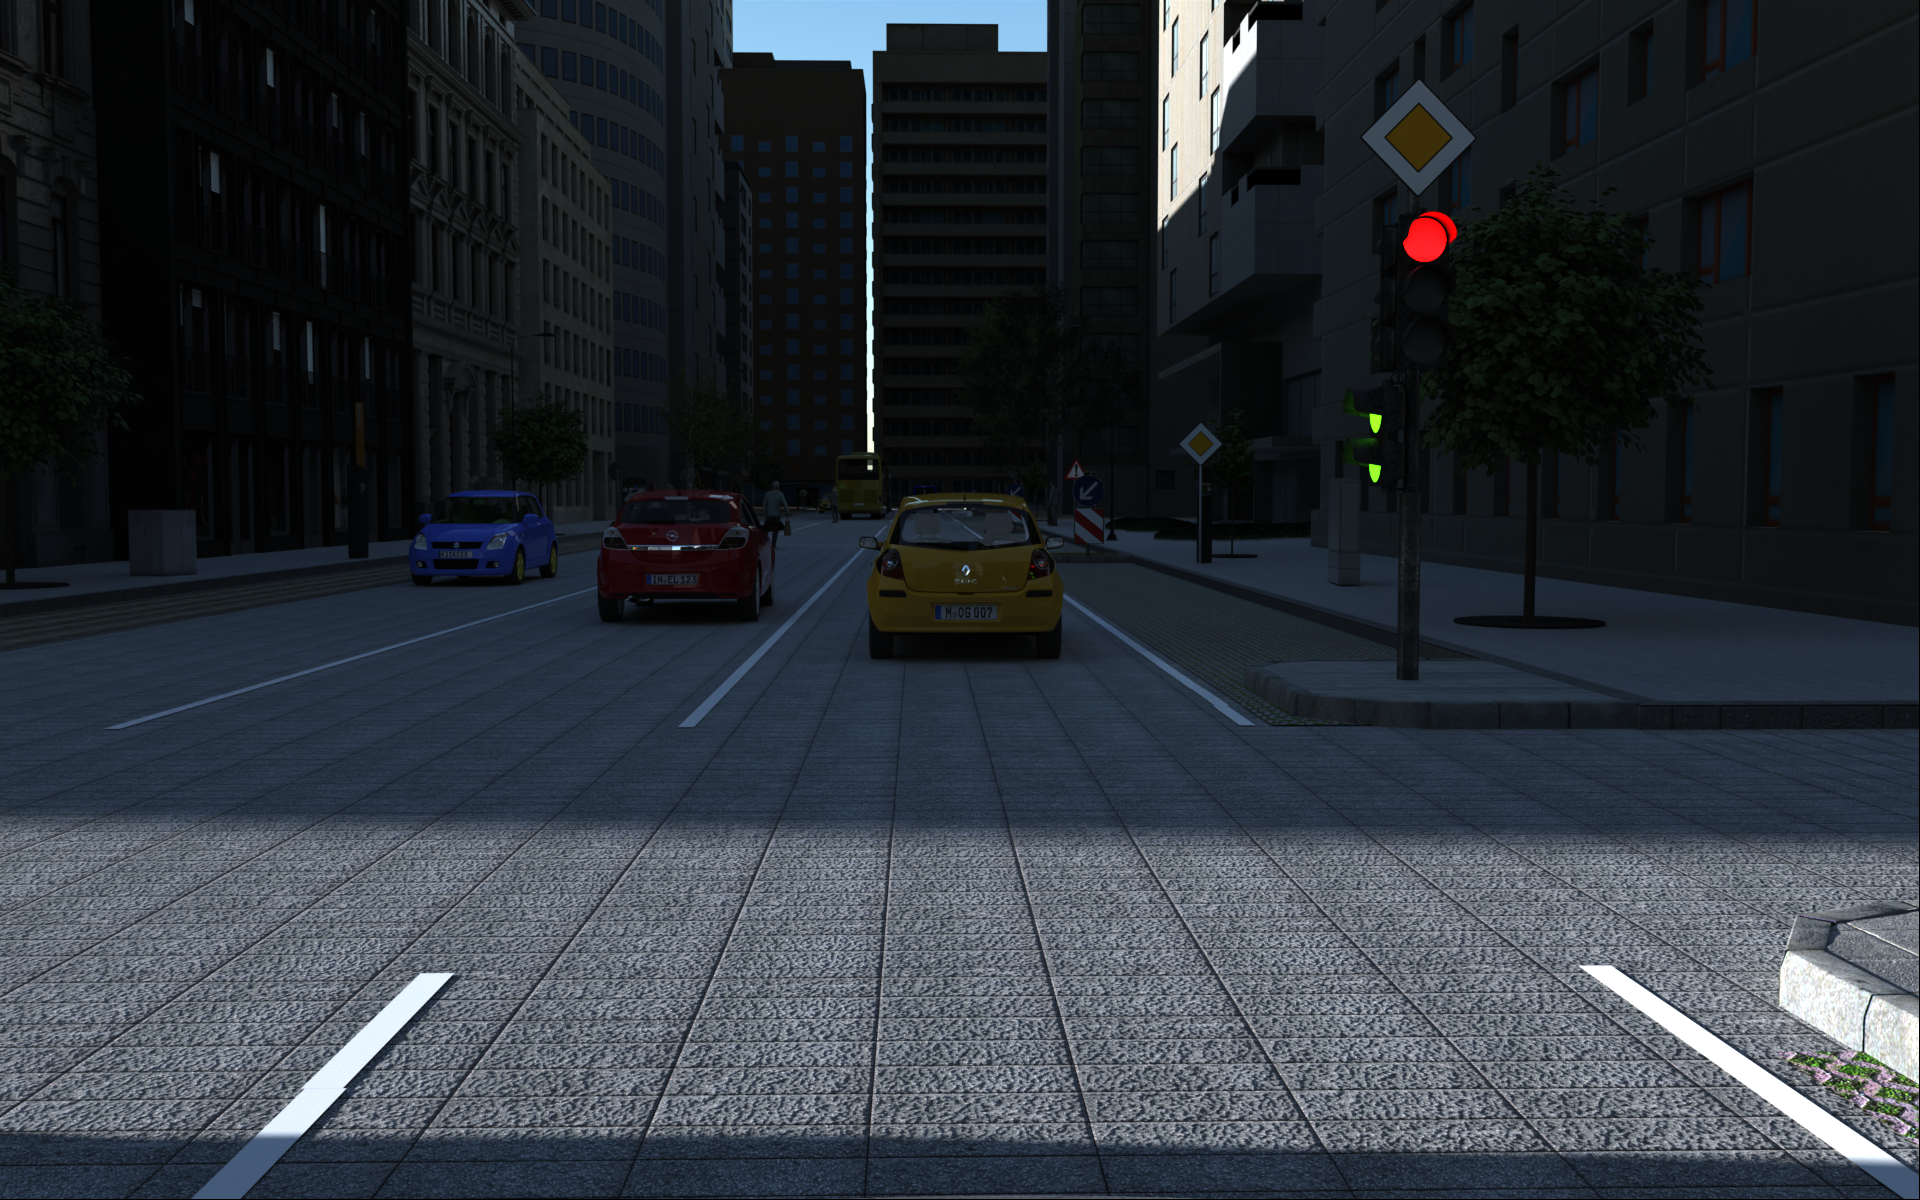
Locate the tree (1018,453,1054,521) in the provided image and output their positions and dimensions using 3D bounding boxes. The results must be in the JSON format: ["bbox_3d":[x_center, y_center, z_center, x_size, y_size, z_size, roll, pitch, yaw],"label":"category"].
[{"bbox_3d":[3.516,-5.339,81.894,1.663,3.219,1.824,0,3,0],"label":"tree"}]

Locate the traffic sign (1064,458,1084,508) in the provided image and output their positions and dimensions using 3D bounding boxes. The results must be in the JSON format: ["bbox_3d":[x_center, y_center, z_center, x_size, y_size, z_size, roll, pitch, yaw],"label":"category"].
[{"bbox_3d":[4.207,-3.832,62.656,0.884,2.594,0.081,0,4,7],"label":"traffic sign"}]

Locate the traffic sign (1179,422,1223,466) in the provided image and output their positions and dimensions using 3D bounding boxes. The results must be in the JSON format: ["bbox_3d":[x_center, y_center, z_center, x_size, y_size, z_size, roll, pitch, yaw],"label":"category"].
[{"bbox_3d":[4.425,-1.958,31.740,0.795,2.593,0.064,1,4,8],"label":"traffic sign"}]

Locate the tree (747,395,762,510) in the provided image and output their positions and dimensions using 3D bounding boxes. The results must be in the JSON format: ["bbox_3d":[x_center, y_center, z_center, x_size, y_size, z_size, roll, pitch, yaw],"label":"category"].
[{"bbox_3d":[-14.124,-9.305,102.501,4.737,8.622,4.395,0,3,0],"label":"tree"}]

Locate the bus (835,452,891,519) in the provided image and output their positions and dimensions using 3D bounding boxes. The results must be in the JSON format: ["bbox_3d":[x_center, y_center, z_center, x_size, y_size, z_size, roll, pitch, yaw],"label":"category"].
[{"bbox_3d":[-5.638,-6.688,100.901,2.896,3.916,12.252,0,4,-1],"label":"bus"}]

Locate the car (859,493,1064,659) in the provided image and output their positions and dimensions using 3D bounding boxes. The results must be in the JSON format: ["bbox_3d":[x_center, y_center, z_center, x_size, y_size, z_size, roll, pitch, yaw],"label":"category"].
[{"bbox_3d":[0.023,-0.384,16.506,2.015,1.641,3.980,0,4,-1],"label":"car"}]

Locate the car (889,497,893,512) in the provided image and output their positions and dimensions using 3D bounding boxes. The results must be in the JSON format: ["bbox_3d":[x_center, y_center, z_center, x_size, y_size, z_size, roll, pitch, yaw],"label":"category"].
[{"bbox_3d":[-6.458,-7.920,141.502,2.014,1.417,4.499,0,4,-3],"label":"car"}]

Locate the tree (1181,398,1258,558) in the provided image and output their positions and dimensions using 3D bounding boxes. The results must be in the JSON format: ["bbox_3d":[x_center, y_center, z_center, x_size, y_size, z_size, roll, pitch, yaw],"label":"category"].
[{"bbox_3d":[5.592,-2.481,35.174,1.663,3.219,1.824,0,3,0],"label":"tree"}]

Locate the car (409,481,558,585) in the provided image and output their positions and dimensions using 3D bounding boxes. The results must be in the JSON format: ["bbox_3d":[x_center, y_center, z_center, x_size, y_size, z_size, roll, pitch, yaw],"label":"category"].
[{"bbox_3d":[-7.772,-1.150,28.390,1.945,1.707,3.694,0,4,-1],"label":"car"}]

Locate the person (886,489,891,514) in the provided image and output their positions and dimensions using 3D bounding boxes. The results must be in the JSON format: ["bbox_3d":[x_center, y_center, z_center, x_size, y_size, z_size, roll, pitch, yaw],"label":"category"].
[{"bbox_3d":[-5.287,-7.215,126.434,0.705,1.831,1.348,-1,4,-15],"label":"person"}]

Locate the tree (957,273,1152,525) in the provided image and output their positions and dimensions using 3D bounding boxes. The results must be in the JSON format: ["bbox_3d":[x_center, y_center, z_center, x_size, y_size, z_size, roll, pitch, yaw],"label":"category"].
[{"bbox_3d":[3.863,-8.439,72.393,8.767,10.594,7.601,1,4,8],"label":"tree"}]

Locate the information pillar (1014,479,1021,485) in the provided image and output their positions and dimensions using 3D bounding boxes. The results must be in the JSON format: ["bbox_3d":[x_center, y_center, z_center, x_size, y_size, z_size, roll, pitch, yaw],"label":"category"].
[{"bbox_3d":[2.842,-4.958,85.549,0.304,2.012,0.304,-1,4,-13],"label":"information pillar"}]

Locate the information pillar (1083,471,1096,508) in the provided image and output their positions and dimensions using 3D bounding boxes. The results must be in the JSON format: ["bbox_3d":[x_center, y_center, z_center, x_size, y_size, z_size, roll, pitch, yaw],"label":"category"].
[{"bbox_3d":[4.214,-3.173,56.377,0.304,2.012,0.304,2,4,35],"label":"information pillar"}]

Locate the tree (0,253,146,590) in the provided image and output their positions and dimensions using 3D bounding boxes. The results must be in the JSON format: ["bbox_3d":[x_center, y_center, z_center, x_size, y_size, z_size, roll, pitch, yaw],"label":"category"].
[{"bbox_3d":[-13.023,-2.448,23.740,4.285,4.588,4.351,0,3,0],"label":"tree"}]

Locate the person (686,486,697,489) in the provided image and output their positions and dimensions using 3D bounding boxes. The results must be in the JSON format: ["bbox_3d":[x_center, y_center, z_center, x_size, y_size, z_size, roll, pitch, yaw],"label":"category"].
[{"bbox_3d":[-14.277,-5.251,92.702,0.445,1.727,0.742,2,4,35],"label":"person"}]

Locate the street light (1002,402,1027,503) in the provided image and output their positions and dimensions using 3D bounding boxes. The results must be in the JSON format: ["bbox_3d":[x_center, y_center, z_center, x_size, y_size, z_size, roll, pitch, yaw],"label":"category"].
[{"bbox_3d":[2.788,-6.982,86.704,1.470,5.913,1.316,0,4,-1],"label":"street light"}]

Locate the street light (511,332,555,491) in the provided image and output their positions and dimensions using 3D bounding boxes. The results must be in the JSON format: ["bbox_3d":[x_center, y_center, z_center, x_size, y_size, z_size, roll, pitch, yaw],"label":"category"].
[{"bbox_3d":[-12.333,-4.732,49.904,1.470,5.913,1.316,0,4,-1],"label":"street light"}]

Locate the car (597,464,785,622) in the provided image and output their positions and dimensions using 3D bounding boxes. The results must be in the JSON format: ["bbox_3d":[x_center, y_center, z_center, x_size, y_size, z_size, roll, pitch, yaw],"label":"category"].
[{"bbox_3d":[-3.226,-0.728,20.941,2.155,1.783,4.494,0,4,-3],"label":"car"}]

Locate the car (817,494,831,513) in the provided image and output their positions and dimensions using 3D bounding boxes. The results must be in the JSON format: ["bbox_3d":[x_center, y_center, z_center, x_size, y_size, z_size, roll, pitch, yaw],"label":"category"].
[{"bbox_3d":[-9.599,-7.281,129.271,2.015,1.641,3.980,0,3,0],"label":"car"}]

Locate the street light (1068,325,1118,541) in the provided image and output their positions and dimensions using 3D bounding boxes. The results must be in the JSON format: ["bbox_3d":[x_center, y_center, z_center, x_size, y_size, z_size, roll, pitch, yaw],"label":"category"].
[{"bbox_3d":[3.667,-4.601,47.763,1.470,5.913,1.316,0,4,-1],"label":"street light"}]

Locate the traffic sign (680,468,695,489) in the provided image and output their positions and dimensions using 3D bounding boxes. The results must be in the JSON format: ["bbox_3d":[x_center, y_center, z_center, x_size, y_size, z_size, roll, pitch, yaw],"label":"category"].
[{"bbox_3d":[-13.371,-5.192,84.998,0.768,2.556,0.104,0,3,0],"label":"traffic sign"}]

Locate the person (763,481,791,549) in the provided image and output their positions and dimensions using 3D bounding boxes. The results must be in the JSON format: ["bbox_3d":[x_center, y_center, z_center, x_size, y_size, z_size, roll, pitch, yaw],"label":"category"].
[{"bbox_3d":[-4.753,-2.200,44.961,0.782,1.767,0.515,1,4,8],"label":"person"}]

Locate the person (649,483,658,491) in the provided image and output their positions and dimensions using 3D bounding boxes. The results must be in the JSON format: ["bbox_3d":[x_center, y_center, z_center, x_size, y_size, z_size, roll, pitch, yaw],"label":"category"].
[{"bbox_3d":[-9.083,-2.550,50.784,0.593,1.750,0.643,-3,5,-39],"label":"person"}]

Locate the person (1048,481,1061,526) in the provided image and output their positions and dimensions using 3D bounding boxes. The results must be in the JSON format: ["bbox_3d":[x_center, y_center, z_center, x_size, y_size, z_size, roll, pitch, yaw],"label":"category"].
[{"bbox_3d":[3.776,-3.876,69.514,0.391,1.810,0.635,2,4,26],"label":"person"}]

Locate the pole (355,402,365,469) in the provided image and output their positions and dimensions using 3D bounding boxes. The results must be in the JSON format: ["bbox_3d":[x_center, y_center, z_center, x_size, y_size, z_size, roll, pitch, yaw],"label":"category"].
[{"bbox_3d":[-13.356,-2.737,38.598,0.158,3.312,0.155,0,3,0],"label":"pole"}]

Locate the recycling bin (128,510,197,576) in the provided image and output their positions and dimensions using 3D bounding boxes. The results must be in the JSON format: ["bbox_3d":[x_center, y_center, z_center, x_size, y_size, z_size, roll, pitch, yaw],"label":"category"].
[{"bbox_3d":[-12.613,-0.908,27.403,0.722,1.027,0.722,1,4,17],"label":"recycling bin"}]

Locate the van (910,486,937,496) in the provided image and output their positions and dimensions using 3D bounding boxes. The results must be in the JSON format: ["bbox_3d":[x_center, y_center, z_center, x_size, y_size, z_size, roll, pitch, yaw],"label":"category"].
[{"bbox_3d":[-2.624,-7.655,129.545,2.240,2.365,5.245,0,4,-2],"label":"van"}]

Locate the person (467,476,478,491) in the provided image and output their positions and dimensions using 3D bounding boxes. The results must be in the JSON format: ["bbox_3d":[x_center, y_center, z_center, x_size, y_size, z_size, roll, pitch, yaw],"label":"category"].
[{"bbox_3d":[-13.927,-2.639,49.376,0.526,1.800,0.537,2,4,30],"label":"person"}]

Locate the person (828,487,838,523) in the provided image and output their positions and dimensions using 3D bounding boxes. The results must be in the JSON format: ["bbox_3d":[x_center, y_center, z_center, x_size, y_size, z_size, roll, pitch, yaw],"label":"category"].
[{"bbox_3d":[-6.308,-4.734,86.078,0.537,1.800,0.526,-1,4,-20],"label":"person"}]

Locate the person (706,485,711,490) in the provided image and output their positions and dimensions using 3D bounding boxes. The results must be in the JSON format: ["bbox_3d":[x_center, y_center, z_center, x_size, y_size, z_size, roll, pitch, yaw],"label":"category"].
[{"bbox_3d":[-16.098,-6.378,110.194,0.599,1.838,0.709,-2,4,-28],"label":"person"}]

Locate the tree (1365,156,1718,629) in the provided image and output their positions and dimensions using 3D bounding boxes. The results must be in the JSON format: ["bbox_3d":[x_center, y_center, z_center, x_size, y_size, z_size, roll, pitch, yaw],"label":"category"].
[{"bbox_3d":[5.560,-2.040,17.062,4.285,4.588,4.351,0,3,0],"label":"tree"}]

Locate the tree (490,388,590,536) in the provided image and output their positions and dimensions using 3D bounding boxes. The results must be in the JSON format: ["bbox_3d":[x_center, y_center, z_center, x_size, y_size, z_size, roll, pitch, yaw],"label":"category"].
[{"bbox_3d":[-13.014,-4.294,53.920,4.285,4.588,4.351,0,3,0],"label":"tree"}]

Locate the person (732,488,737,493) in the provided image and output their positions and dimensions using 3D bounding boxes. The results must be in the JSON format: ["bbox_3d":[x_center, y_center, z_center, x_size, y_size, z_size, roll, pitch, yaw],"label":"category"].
[{"bbox_3d":[-16.718,-7.438,128.470,1.217,1.723,0.721,1,4,17],"label":"person"}]

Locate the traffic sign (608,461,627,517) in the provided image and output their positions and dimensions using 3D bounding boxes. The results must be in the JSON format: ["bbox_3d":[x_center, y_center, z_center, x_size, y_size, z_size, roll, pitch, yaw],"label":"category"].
[{"bbox_3d":[-13.382,-4.133,67.673,0.768,2.556,0.104,0,4,3],"label":"traffic sign"}]
